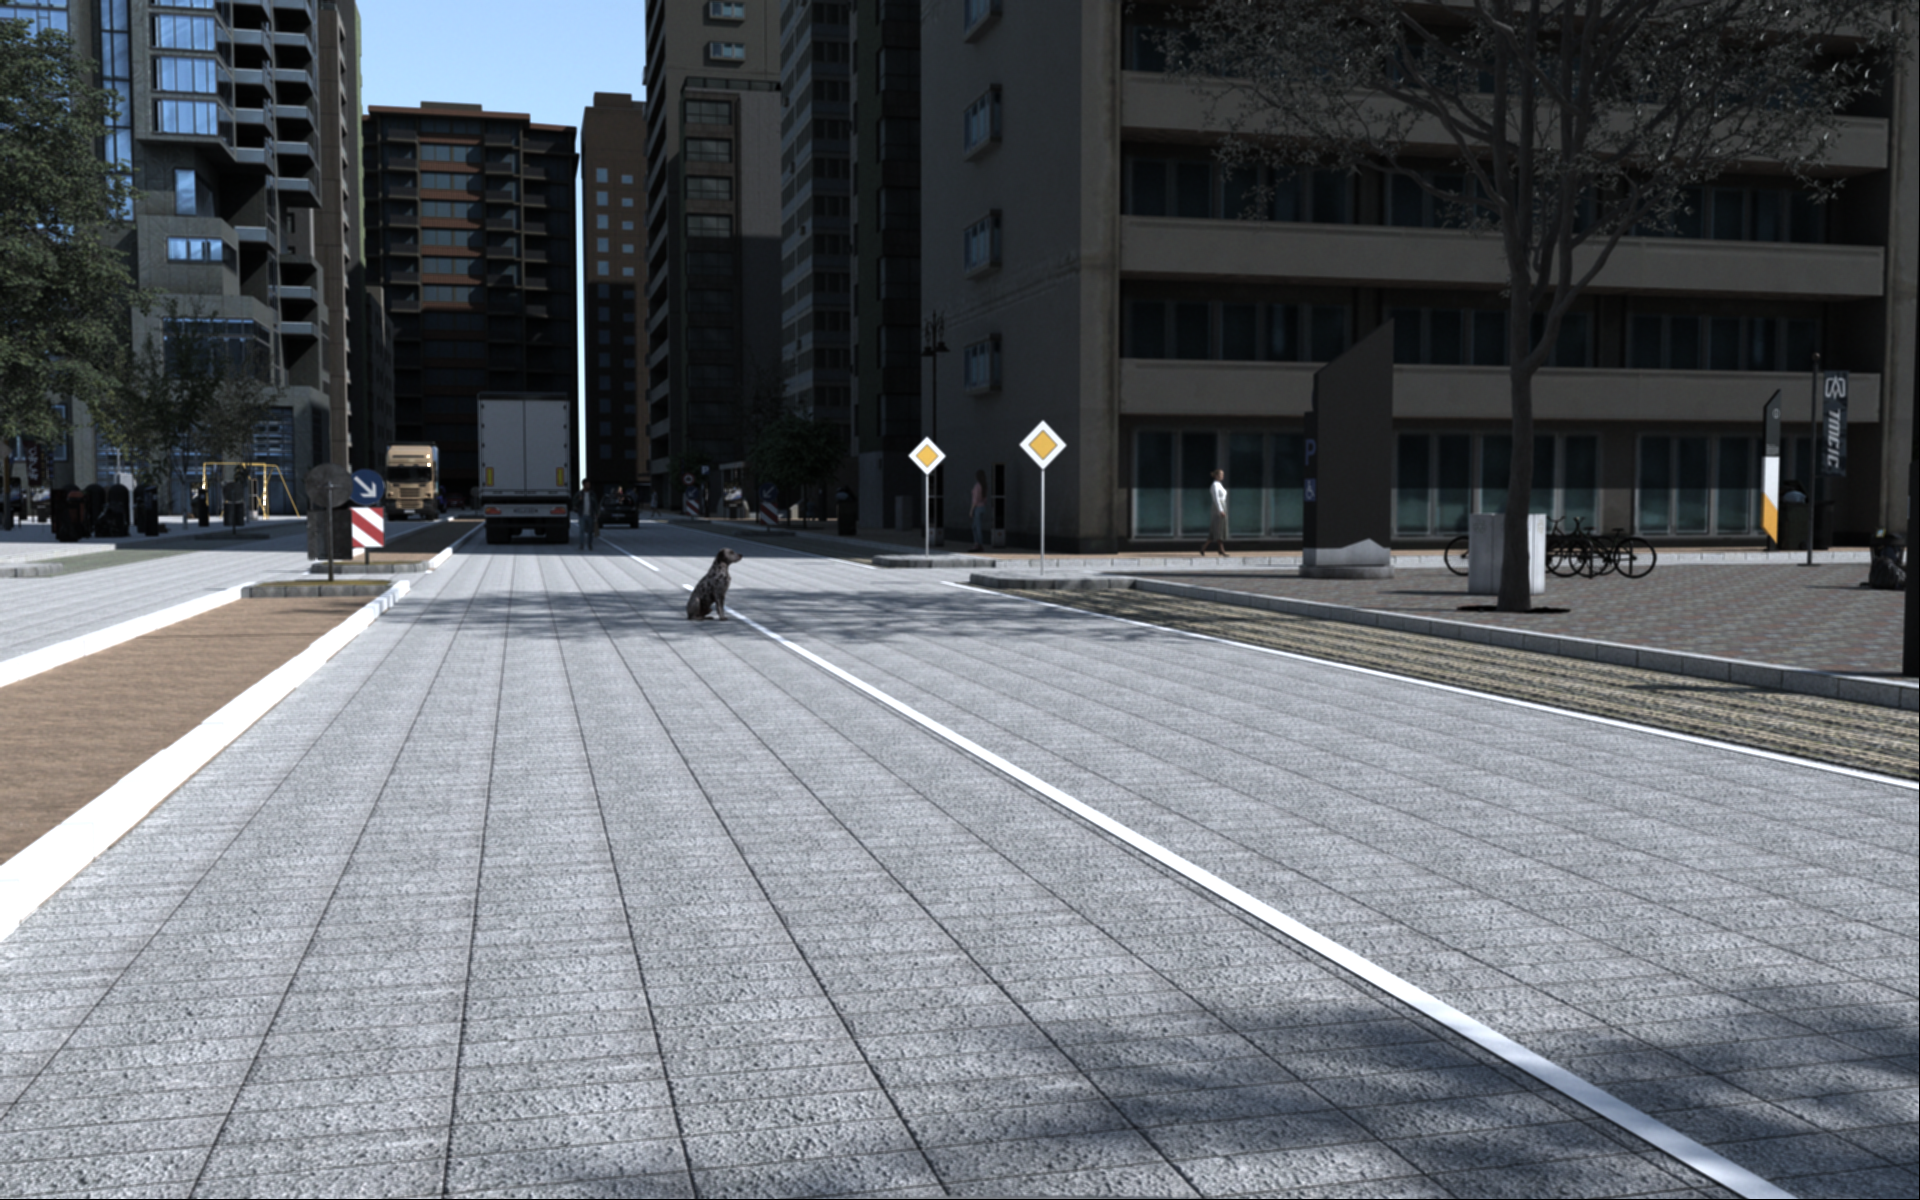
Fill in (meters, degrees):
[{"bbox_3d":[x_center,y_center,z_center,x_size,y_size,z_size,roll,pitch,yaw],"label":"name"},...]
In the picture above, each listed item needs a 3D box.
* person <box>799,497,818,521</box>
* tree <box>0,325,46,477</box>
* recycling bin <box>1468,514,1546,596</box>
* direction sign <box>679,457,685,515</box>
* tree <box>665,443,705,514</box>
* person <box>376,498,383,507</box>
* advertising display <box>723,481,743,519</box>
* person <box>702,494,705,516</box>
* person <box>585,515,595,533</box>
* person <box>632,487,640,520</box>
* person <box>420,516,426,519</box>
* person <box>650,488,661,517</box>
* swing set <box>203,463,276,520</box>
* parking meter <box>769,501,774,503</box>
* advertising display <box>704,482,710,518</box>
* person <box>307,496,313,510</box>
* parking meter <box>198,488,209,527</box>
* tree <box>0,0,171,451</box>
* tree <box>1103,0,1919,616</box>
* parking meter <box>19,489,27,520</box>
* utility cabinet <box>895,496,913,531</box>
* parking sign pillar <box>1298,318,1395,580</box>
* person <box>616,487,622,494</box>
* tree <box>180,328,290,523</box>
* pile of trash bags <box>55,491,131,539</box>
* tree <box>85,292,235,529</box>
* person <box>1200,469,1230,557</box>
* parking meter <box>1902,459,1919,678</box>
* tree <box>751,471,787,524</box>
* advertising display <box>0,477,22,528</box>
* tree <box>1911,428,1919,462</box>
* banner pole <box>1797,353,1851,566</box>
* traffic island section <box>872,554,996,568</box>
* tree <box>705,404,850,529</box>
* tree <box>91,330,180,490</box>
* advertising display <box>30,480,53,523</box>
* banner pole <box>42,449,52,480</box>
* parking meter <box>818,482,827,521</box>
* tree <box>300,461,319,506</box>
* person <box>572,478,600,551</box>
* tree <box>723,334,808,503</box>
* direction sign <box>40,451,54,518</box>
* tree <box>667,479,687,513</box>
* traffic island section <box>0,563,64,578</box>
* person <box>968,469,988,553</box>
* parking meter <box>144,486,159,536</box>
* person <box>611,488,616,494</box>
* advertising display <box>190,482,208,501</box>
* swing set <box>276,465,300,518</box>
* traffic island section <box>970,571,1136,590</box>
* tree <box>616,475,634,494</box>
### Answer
[{"bbox_3d":[-7.280,-4.410,83.645,1.012,1.151,0.738,0,4,-1],"label":"person"},{"bbox_3d":[-40.092,-7.469,72.479,4.737,8.622,4.395,0,3,0],"label":"tree"},{"bbox_3d":[6.986,-0.585,22.122,0.722,1.027,0.722,-3,5,-44],"label":"recycling bin"},{"bbox_3d":[-17.136,-7.014,106.682,0.379,3.537,0.876,-2,4,-28],"label":"direction sign"},{"bbox_3d":[-17.353,-7.841,111.906,4.285,4.588,4.351,0,3,0],"label":"tree"},{"bbox_3d":[-32.214,-5.071,96.096,0.332,1.250,0.352,2,4,28],"label":"person"},{"bbox_3d":[-11.554,-5.076,88.206,0.974,1.923,0.123,0,4,-4],"label":"advertising display"},{"bbox_3d":[-15.156,-5.666,102.965,0.394,1.301,0.425,-2,4,-30],"label":"person"},{"bbox_3d":[-13.724,-3.392,64.162,0.583,1.804,0.606,2,4,33],"label":"person"},{"bbox_3d":[-18.071,-5.348,95.962,0.654,1.822,0.581,1,4,14],"label":"person"},{"bbox_3d":[-31.237,-5.620,100.649,0.793,1.790,0.793,-2,4,-35],"label":"person"},{"bbox_3d":[-18.950,-6.070,107.832,0.778,1.811,0.616,1,4,21],"label":"person"},{"bbox_3d":[-36.355,-5.479,87.203,3.119,2.851,2.862,-1,4,-18],"label":"swing set"},{"bbox_3d":[-8.997,-4.504,82.043,0.372,1.533,0.369,0,3,0],"label":"parking meter"},{"bbox_3d":[-13.462,-5.317,92.146,0.123,1.923,0.974,0,4,4],"label":"advertising display"},{"bbox_3d":[-36.752,-5.672,98.135,0.474,1.900,0.648,-2,4,-34],"label":"person"},{"bbox_3d":[-29.782,-3.655,68.175,0.372,1.533,0.369,0,3,0],"label":"parking meter"},{"bbox_3d":[-22.250,-7.999,37.447,9.857,13.997,8.962,0,3,0],"label":"tree"},{"bbox_3d":[6.155,-6.606,18.385,12.009,13.543,11.850,0,3,0],"label":"tree"},{"bbox_3d":[-46.064,-4.691,85.103,0.372,1.533,0.369,0,3,0],"label":"parking meter"},{"bbox_3d":[-1.949,-2.990,60.043,0.306,1.237,1.020,1,4,17],"label":"utility cabinet"},{"bbox_3d":[5.942,-2.328,26.529,1.447,3.967,1.447,-1,4,-18],"label":"parking sign pillar"},{"bbox_3d":[-17.985,-5.079,91.512,0.573,1.828,0.580,-2,4,-32],"label":"person"},{"bbox_3d":[-31.709,-7.696,76.198,4.360,8.622,3.978,0,3,0],"label":"tree"},{"bbox_3d":[-25.694,-2.528,51.082,1.912,1.369,3.447,-1,4,-15],"label":"pile of trash bags"},{"bbox_3d":[-28.326,-6.865,62.607,4.737,8.622,4.395,0,3,0],"label":"tree"},{"bbox_3d":[5.241,-1.796,35.631,0.641,1.798,0.478,2,4,32],"label":"person"},{"bbox_3d":[6.846,-0.229,12.148,0.372,1.533,0.369,0,3,0],"label":"parking meter"},{"bbox_3d":[-7.819,-4.851,73.909,1.663,3.219,1.824,0,3,0],"label":"tree"},{"bbox_3d":[-36.181,-3.705,65.793,0.123,1.923,0.974,3,4,37],"label":"advertising display"},{"bbox_3d":[27.492,-3.392,50.054,1.663,3.219,1.824,0,3,0],"label":"tree"},{"bbox_3d":[15.398,-2.496,30.832,0.863,3.779,0.401,0,4,-5],"label":"banner pole"},{"bbox_3d":[-0.620,-0.774,34.942,2.009,0.180,2.903,-1,4,-14],"label":"traffic island section"},{"bbox_3d":[-6.817,-5.160,68.082,4.285,4.588,4.351,0,3,0],"label":"tree"},{"bbox_3d":[-37.368,-7.856,78.800,4.360,8.622,3.978,0,3,0],"label":"tree"},{"bbox_3d":[-41.086,-4.420,77.488,0.974,1.923,0.123,0,4,3],"label":"advertising display"},{"bbox_3d":[-51.016,-6.530,96.784,0.401,3.779,0.863,1,4,11],"label":"banner pole"},{"bbox_3d":[-6.478,-4.642,81.608,0.255,1.863,0.399,-3,5,-40],"label":"parking meter"},{"bbox_3d":[-37.696,-6.556,101.796,1.663,3.219,1.824,0,3,0],"label":"tree"},{"bbox_3d":[-9.352,-2.145,43.557,0.794,1.824,0.713,0,4,-7],"label":"person"},{"bbox_3d":[-9.027,-7.936,80.112,4.360,8.622,3.978,0,3,0],"label":"tree"},{"bbox_3d":[-48.075,-6.068,91.202,0.876,3.537,0.379,1,4,14],"label":"direction sign"},{"bbox_3d":[-18.440,-7.404,115.661,1.663,3.219,1.824,0,3,0],"label":"tree"},{"bbox_3d":[-17.242,-0.519,30.762,2.009,0.180,2.903,-1,4,-14],"label":"traffic island section"},{"bbox_3d":[0.413,-1.955,38.009,0.388,1.821,0.555,1,4,23],"label":"person"},{"bbox_3d":[-24.690,-2.719,52.872,0.372,1.533,0.369,0,3,0],"label":"parking meter"},{"bbox_3d":[-20.545,-5.778,103.157,0.526,1.800,0.537,2,4,25],"label":"person"},{"bbox_3d":[-41.460,-5.455,94.398,0.123,1.923,0.974,2,4,35],"label":"advertising display"},{"bbox_3d":[-37.257,-5.768,91.925,2.862,2.851,3.119,1,4,13],"label":"swing set"},{"bbox_3d":[1.337,-0.301,27.200,2.009,0.180,2.903,-1,4,-14],"label":"traffic island section"},{"bbox_3d":[-34.306,-11.148,176.867,1.663,3.219,1.824,0,3,0],"label":"tree"}]
